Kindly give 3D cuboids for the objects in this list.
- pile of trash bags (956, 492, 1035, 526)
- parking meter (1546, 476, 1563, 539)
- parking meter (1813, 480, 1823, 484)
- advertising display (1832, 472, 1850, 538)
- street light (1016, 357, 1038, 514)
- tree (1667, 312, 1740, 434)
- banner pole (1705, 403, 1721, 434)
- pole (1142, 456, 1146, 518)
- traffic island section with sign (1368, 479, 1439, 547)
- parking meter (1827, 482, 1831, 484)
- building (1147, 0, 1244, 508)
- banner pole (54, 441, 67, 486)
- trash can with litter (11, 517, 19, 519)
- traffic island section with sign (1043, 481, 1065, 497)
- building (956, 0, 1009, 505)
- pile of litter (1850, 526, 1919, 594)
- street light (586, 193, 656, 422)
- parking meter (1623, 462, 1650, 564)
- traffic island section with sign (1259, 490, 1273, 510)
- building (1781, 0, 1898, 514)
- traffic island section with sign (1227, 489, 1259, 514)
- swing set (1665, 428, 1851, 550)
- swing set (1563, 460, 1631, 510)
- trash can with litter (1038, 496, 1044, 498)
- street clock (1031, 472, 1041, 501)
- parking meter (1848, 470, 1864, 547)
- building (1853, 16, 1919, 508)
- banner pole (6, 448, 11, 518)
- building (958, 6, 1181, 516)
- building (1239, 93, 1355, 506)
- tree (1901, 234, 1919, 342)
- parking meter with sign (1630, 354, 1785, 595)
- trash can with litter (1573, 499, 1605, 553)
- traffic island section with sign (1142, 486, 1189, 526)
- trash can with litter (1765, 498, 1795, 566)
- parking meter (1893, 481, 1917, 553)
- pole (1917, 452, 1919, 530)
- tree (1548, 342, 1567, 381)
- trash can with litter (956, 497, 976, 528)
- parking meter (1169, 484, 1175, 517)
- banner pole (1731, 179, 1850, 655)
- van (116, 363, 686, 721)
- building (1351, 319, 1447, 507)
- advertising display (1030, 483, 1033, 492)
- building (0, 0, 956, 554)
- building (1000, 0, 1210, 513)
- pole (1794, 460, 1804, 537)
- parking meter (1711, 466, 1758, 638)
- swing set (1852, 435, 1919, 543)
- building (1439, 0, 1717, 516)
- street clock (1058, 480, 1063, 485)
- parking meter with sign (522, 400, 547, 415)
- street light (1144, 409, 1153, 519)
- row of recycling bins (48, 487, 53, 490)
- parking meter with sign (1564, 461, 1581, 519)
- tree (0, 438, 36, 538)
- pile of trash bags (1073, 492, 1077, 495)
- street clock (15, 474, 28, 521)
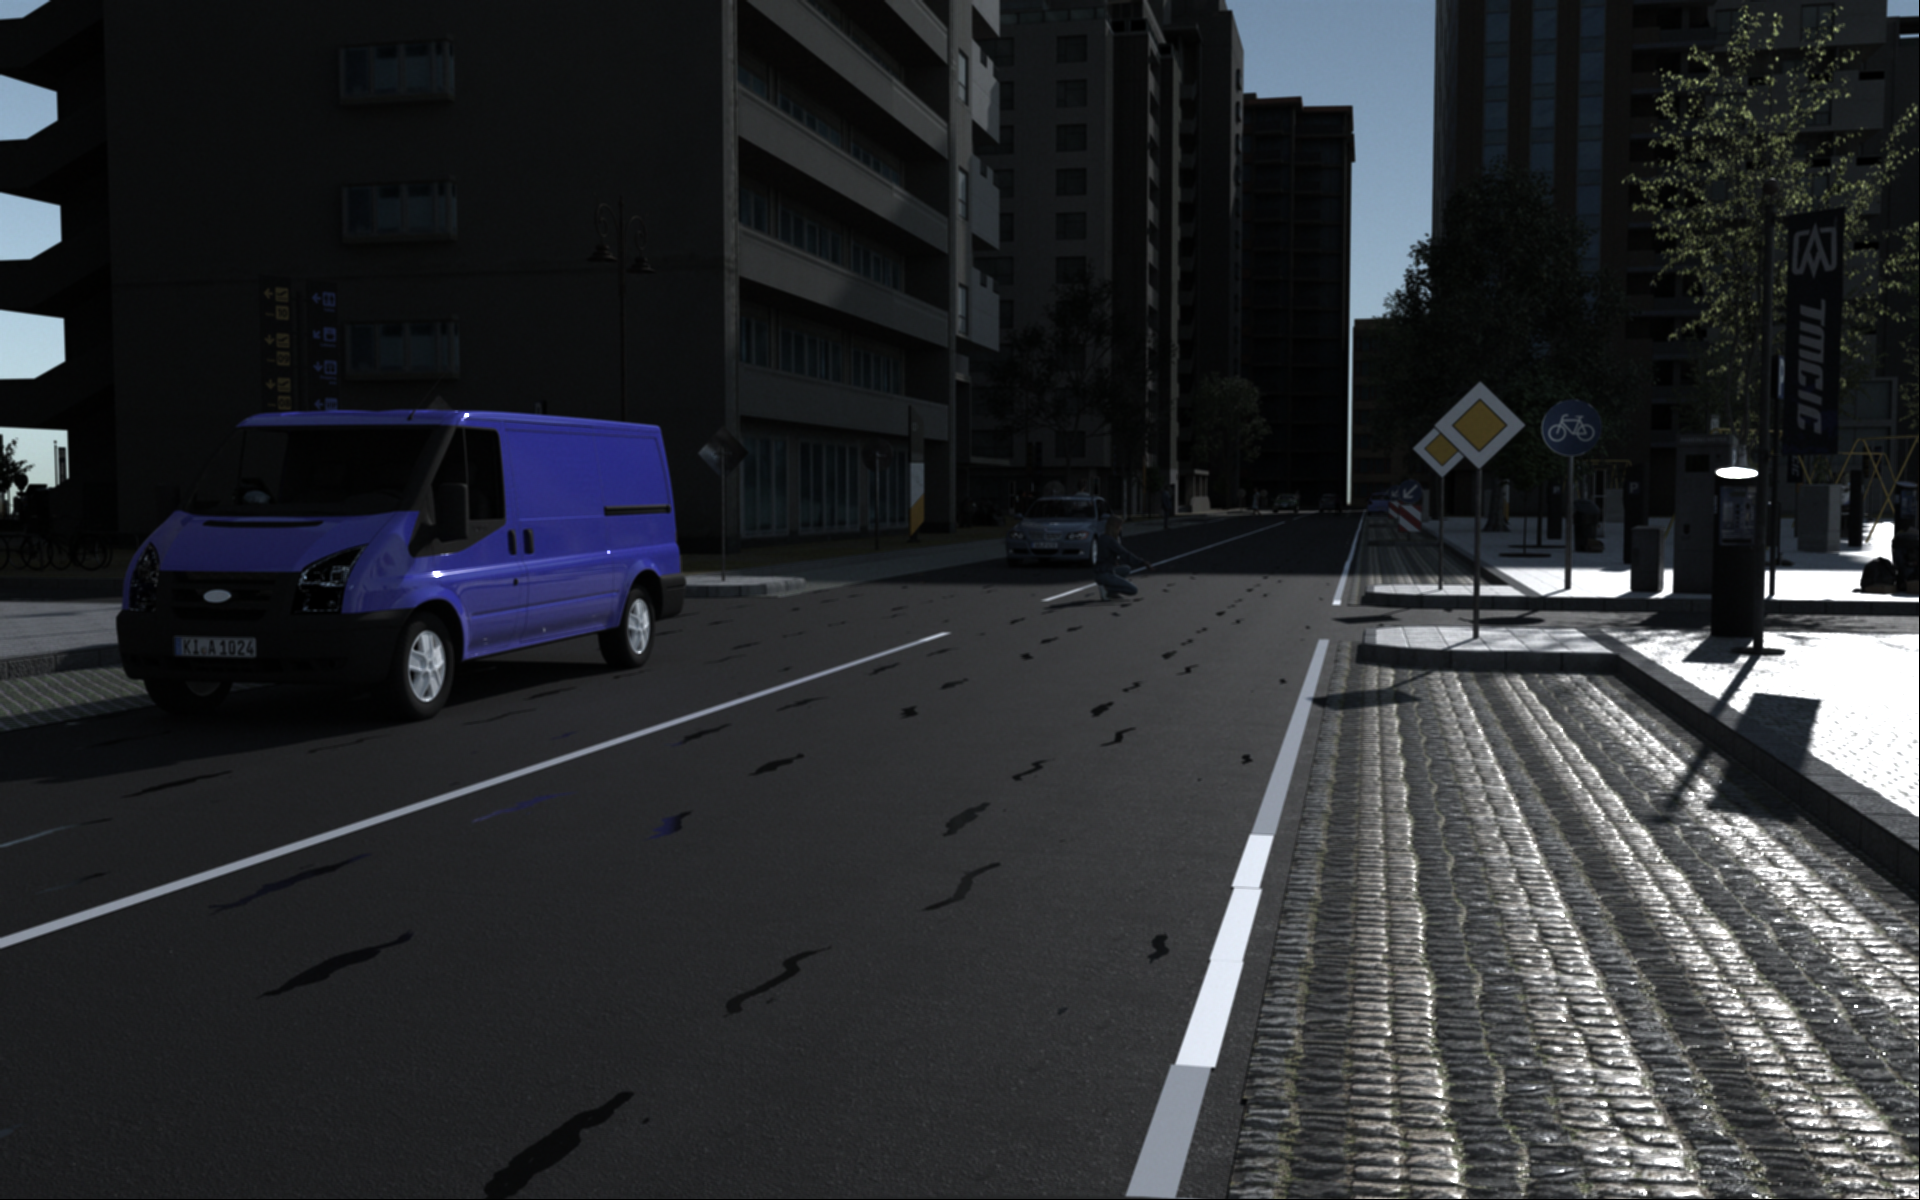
[{"bbox_3d":[1.346,-3.650,69.434,3.447,1.369,1.912,0,4,-7],"label":"pile of trash bags"},{"bbox_3d":[16.871,-2.657,49.157,0.399,1.863,0.255,0,4,4],"label":"parking meter"},{"bbox_3d":[34.435,-3.905,69.553,0.255,1.863,0.399,0,4,2],"label":"parking meter"},{"bbox_3d":[25.970,-2.788,50.799,0.974,1.923,0.123,-1,4,-20],"label":"advertising display"},{"bbox_3d":[2.268,-5.251,58.634,0.468,5.910,1.993,1,4,13],"label":"street light"},{"bbox_3d":[30.896,-7.371,70.885,4.737,8.622,4.395,0,3,0],"label":"tree"},{"bbox_3d":[20.635,-3.523,47.612,0.863,3.779,0.401,-3,4,-37],"label":"banner pole"},{"bbox_3d":[9.781,-6.001,91.957,0.158,3.312,0.155,0,3,0],"label":"pole"},{"bbox_3d":[12.315,-2.402,47.900,1.989,1.847,2.006,1,4,13],"label":"traffic island section with sign"},{"bbox_3d":[36.413,-4.104,72.818,0.399,1.863,0.255,1,4,19],"label":"parking meter"},{"bbox_3d":[15.391,-33.084,164.631,21.600,48.544,21.300,1,4,13],"label":"building"},{"bbox_3d":[-42.255,-5.586,81.342,0.401,3.779,0.863,1,4,15],"label":"banner pole"},{"bbox_3d":[-47.490,-4.623,86.644,2.233,1.210,1.678,-2,4,-24],"label":"trash can with litter"},{"bbox_3d":[2.693,-2.549,50.297,1.989,1.847,2.006,1,4,13],"label":"traffic island section with sign"},{"bbox_3d":[-13.471,-30.102,81.408,28.713,52.752,27.495,1,4,13],"label":"building"},{"bbox_3d":[12.504,-0.523,22.520,1.719,0.858,1.176,1,4,17],"label":"pile of litter"},{"bbox_3d":[-5.233,-3.312,26.933,0.468,5.910,1.993,1,4,13],"label":"street light"},{"bbox_3d":[12.386,-1.592,31.746,0.255,1.863,0.399,-3,5,-43],"label":"parking meter"},{"bbox_3d":[26.539,-8.712,151.067,1.989,1.847,2.006,1,4,13],"label":"traffic island section with sign"},{"bbox_3d":[48.597,-32.727,124.333,28.713,52.752,27.495,1,4,13],"label":"building"},{"bbox_3d":[20.327,-7.107,124.834,1.989,1.847,2.006,1,4,13],"label":"traffic island section with sign"},{"bbox_3d":[19.173,-2.708,41.902,3.119,2.851,2.862,-2,4,-33],"label":"swing set"},{"bbox_3d":[29.338,-5.026,79.801,3.119,2.851,2.862,0,4,-7],"label":"swing set"},{"bbox_3d":[5.427,-5.440,99.996,1.678,1.210,2.233,0,4,-1],"label":"trash can with litter"},{"bbox_3d":[2.544,-3.249,57.683,0.358,2.002,0.471,0,4,2],"label":"street clock"},{"bbox_3d":[21.882,-2.237,42.281,0.255,1.863,0.399,3,4,37],"label":"parking meter"},{"bbox_3d":[81.561,-28.640,151.852,14.086,41.232,14.154,1,4,13],"label":"building"},{"bbox_3d":[-50.921,-6.275,92.613,0.401,3.779,0.863,-1,4,-22],"label":"banner pole"},{"bbox_3d":[5.885,-20.543,107.586,14.160,30.474,14.107,1,4,13],"label":"building"},{"bbox_3d":[28.910,-32.919,192.851,28.867,44.769,22.147,1,4,13],"label":"building"},{"bbox_3d":[31.803,-7.667,51.103,9.928,11.665,9.643,0,3,0],"label":"tree"},{"bbox_3d":[9.625,-1.596,22.362,1.738,3.016,0.543,2,4,34],"label":"parking meter with sign"},{"bbox_3d":[13.964,-1.644,38.262,0.624,1.170,1.055,0,4,-3],"label":"trash can with litter"},{"bbox_3d":[9.350,-4.271,78.461,1.989,1.847,2.006,1,4,13],"label":"traffic island section with sign"},{"bbox_3d":[14.061,-1.235,31.244,2.233,1.210,1.678,1,4,10],"label":"trash can with litter"},{"bbox_3d":[18.190,-1.524,33.331,0.372,1.533,0.369,0,3,0],"label":"parking meter"},{"bbox_3d":[32.767,-3.985,59.001,0.158,3.312,0.155,0,3,0],"label":"pole"},{"bbox_3d":[24.221,-7.112,66.649,4.360,8.622,3.978,0,3,0],"label":"tree"},{"bbox_3d":[0.042,-3.320,65.665,1.055,1.170,0.624,-2,4,-32],"label":"trash can with litter"},{"bbox_3d":[12.037,-5.695,98.817,0.399,1.863,0.255,3,4,39],"label":"parking meter"},{"bbox_3d":[6.560,-1.447,13.670,0.401,3.779,0.863,-2,4,-31],"label":"banner pole"},{"bbox_3d":[-3.886,-0.517,12.843,2.240,2.365,5.245,1,4,12],"label":"van"},{"bbox_3d":[57.772,-21.047,189.159,28.899,21.520,27.650,1,4,13],"label":"building"},{"bbox_3d":[4.079,-5.616,97.037,0.123,1.923,0.974,1,4,15],"label":"advertising display"},{"bbox_3d":[-12.918,-25.952,48.025,21.300,48.544,21.600,1,4,13],"label":"building"},{"bbox_3d":[1.815,-26.661,127.786,32.217,40.220,23.993,1,4,13],"label":"building"},{"bbox_3d":[24.881,-3.515,51.319,0.158,3.312,0.155,0,3,0],"label":"pole"},{"bbox_3d":[6.985,-0.440,15.605,0.372,1.533,0.369,0,3,0],"label":"parking meter"},{"bbox_3d":[25.232,-3.017,46.943,2.862,2.851,3.119,0,4,-3],"label":"swing set"},{"bbox_3d":[37.178,-27.875,105.871,14.600,45.320,14.200,1,4,13],"label":"building"},{"bbox_3d":[5.270,-5.311,91.402,0.358,2.002,0.471,1,4,21],"label":"street clock"},{"bbox_3d":[-8.531,-2.182,31.942,1.738,3.016,0.543,-2,4,-30],"label":"parking meter with sign"},{"bbox_3d":[9.913,-7.187,90.301,0.468,5.910,1.993,1,4,13],"label":"street light"},{"bbox_3d":[-55.173,-6.022,105.579,3.534,1.692,1.069,2,4,25],"label":"row of recycling bins"},{"bbox_3d":[32.083,-5.765,90.522,0.543,3.016,1.738,0,4,-2],"label":"parking meter with sign"},{"bbox_3d":[-28.660,-3.474,51.403,1.663,3.219,1.824,0,3,0],"label":"tree"},{"bbox_3d":[4.678,-4.505,83.401,1.912,1.369,3.447,-3,5,-43],"label":"pile of trash bags"},{"bbox_3d":[-33.635,-3.518,62.086,0.471,2.002,0.358,2,4,26],"label":"street clock"}]
